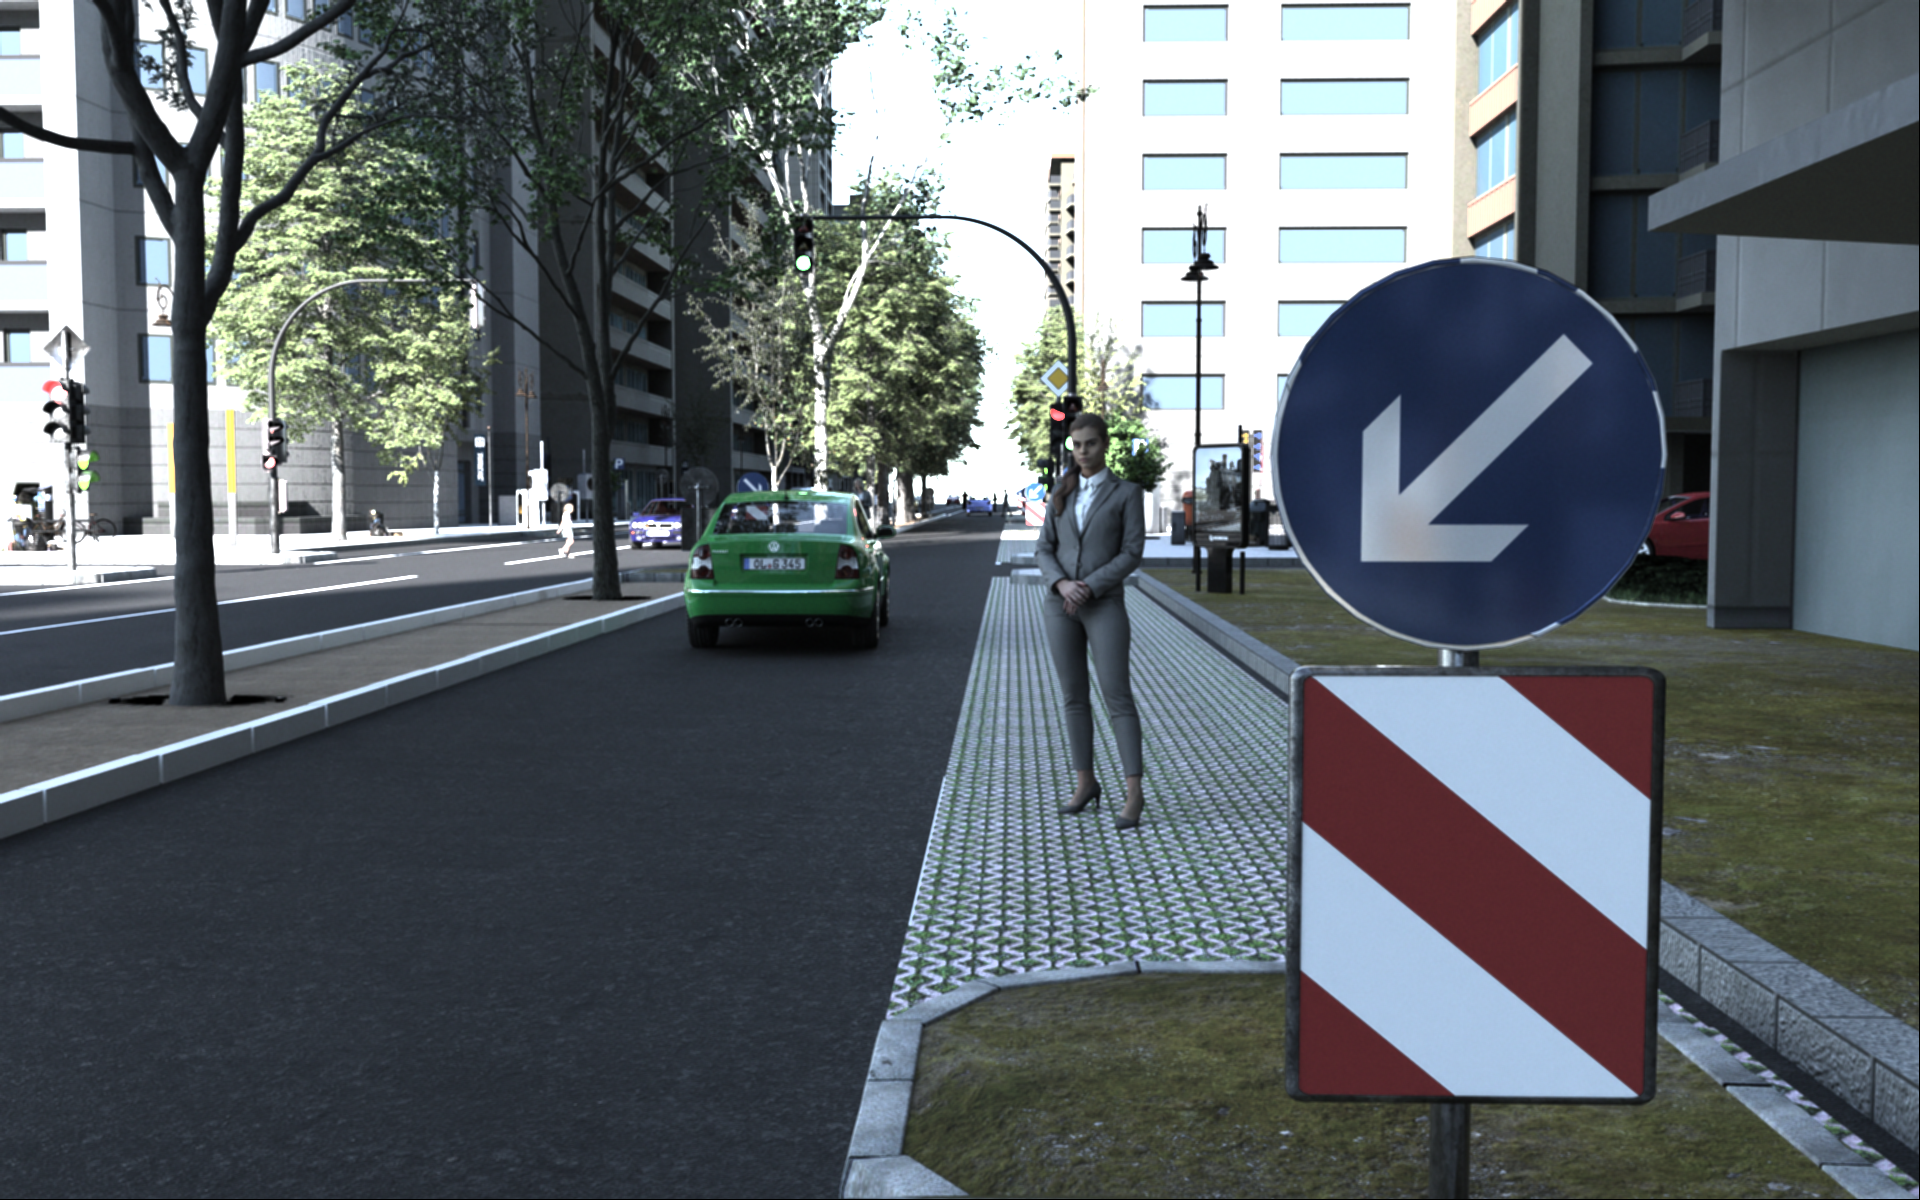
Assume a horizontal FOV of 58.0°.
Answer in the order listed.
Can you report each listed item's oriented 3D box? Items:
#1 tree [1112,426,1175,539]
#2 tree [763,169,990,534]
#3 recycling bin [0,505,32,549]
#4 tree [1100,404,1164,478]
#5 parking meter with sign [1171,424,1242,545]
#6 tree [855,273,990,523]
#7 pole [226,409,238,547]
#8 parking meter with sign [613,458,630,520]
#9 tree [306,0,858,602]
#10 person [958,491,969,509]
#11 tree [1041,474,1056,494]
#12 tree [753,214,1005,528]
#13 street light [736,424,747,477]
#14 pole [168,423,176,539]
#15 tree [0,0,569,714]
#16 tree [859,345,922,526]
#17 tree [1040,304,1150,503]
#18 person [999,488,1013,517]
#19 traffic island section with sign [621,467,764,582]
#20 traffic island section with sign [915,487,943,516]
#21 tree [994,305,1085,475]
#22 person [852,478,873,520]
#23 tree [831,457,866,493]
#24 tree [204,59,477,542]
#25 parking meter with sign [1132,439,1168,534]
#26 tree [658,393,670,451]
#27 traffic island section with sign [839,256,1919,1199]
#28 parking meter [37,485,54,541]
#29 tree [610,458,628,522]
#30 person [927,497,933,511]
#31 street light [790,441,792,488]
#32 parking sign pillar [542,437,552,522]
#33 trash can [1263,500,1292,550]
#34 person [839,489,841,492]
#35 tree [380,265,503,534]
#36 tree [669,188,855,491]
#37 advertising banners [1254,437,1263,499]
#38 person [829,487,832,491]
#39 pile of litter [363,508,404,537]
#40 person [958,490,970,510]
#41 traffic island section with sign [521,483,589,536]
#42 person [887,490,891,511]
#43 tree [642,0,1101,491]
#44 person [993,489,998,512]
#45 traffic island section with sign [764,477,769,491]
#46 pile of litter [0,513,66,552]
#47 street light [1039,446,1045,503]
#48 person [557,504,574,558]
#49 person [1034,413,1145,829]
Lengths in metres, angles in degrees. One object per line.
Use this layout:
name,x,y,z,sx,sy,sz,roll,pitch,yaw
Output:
tree,5.190,-3.368,49.668,1.663,3.219,1.824,0,3,0
tree,-3.016,-8.507,59.667,7.486,12.596,7.792,0,3,0
recycling bin,-22.254,-1.713,40.557,0.722,1.027,0.722,2,4,31
tree,5.805,-4.875,63.416,4.285,4.588,4.351,0,3,0
parking meter with sign,6.199,-2.898,43.635,1.738,3.016,0.543,0,4,5
tree,-2.703,-11.320,94.189,9.857,13.997,8.962,0,3,0
pole,-17.591,-2.937,41.857,0.158,3.312,0.155,0,3,0
parking meter with sign,-16.528,-5.420,84.878,0.543,3.016,1.738,0,3,0
tree,-4.876,-5.807,23.160,9.928,11.665,9.643,0,3,0
person,0.363,-9.563,165.380,1.217,1.766,0.721,1,4,14
tree,7.525,-9.083,143.114,1.663,3.219,1.824,0,3,0
tree,-3.069,-9.103,68.300,9.611,12.733,9.660,0,3,0
street light,-14.321,-8.612,113.593,0.468,5.910,1.993,0,4,2
pole,-22.695,-3.432,49.965,0.158,3.312,0.155,0,3,0
tree,-5.226,-6.039,11.558,12.009,13.543,11.850,0,3,0
tree,-2.992,-7.597,77.032,4.737,8.622,4.395,0,3,0
tree,5.230,-7.211,68.259,4.737,8.622,4.395,0,3,0
person,2.934,-6.165,109.566,0.850,1.792,0.678,-1,4,-16
traffic island section with sign,-4.457,-1.266,28.843,2.006,1.907,1.989,0,4,2
traffic island section with sign,-1.981,-6.313,111.352,2.006,1.907,1.989,0,4,2
tree,5.775,-11.388,104.325,7.486,12.596,7.792,0,3,0
person,-2.285,-1.909,39.893,0.537,1.800,0.526,1,4,9
tree,-12.131,-15.540,188.484,8.767,10.594,7.601,0,3,0
tree,-17.116,-7.835,46.230,7.486,12.596,7.792,0,3,0
parking meter with sign,6.122,-3.619,55.424,0.543,3.016,1.738,2,4,30
tree,-15.021,-9.135,99.721,4.360,8.622,3.978,0,3,0
traffic island section with sign,0.775,0.301,3.705,1.989,1.847,2.006,0,4,2
parking meter,-24.988,-2.380,47.328,0.372,1.533,0.369,0,3,0
tree,-16.347,-5.190,79.458,1.663,3.219,1.824,0,3,0
person,-2.626,-8.557,148.425,0.705,1.822,1.348,-2,4,-31
street light,-13.558,-10.170,139.062,0.468,5.910,1.993,0,4,2
parking sign pillar,-19.343,-5.654,80.912,1.447,3.967,1.447,-1,4,-16
trash can,7.329,-1.721,39.795,0.748,1.137,0.748,0,3,0
person,-9.664,-7.988,139.121,1.348,1.822,0.705,1,4,9
tree,-16.832,-6.437,55.601,4.737,8.622,4.395,0,3,0
tree,-4.322,-5.356,40.398,4.360,8.622,3.978,0,3,0
advertising banners,9.412,-3.573,54.607,0.090,3.025,2.074,0,4,4
person,-7.846,-5.943,105.586,0.656,1.842,0.836,1,4,20
pile of litter,-17.331,-2.331,52.072,1.176,0.858,1.719,-2,4,-23
person,0.467,-8.890,153.808,1.348,1.831,0.705,1,4,15
traffic island section with sign,-13.920,-3.130,59.796,1.989,1.847,2.006,0,4,2
person,-5.905,-8.206,143.390,0.721,1.743,1.217,1,4,14
tree,-2.805,-11.635,48.574,12.611,20.169,13.585,0,3,0
person,2.883,-8.115,141.198,0.705,1.821,1.348,-1,4,-10
traffic island section with sign,-4.226,-1.719,36.246,2.006,1.907,1.989,0,4,2
pile of litter,-20.883,-1.521,38.830,1.719,0.858,1.176,2,4,25
street light,7.865,-11.548,161.594,0.468,5.910,1.993,0,4,2
person,-8.903,-1.566,39.124,0.382,1.210,0.505,-1,4,-10
person,0.563,0.071,7.611,0.520,1.790,0.573,1,4,11
